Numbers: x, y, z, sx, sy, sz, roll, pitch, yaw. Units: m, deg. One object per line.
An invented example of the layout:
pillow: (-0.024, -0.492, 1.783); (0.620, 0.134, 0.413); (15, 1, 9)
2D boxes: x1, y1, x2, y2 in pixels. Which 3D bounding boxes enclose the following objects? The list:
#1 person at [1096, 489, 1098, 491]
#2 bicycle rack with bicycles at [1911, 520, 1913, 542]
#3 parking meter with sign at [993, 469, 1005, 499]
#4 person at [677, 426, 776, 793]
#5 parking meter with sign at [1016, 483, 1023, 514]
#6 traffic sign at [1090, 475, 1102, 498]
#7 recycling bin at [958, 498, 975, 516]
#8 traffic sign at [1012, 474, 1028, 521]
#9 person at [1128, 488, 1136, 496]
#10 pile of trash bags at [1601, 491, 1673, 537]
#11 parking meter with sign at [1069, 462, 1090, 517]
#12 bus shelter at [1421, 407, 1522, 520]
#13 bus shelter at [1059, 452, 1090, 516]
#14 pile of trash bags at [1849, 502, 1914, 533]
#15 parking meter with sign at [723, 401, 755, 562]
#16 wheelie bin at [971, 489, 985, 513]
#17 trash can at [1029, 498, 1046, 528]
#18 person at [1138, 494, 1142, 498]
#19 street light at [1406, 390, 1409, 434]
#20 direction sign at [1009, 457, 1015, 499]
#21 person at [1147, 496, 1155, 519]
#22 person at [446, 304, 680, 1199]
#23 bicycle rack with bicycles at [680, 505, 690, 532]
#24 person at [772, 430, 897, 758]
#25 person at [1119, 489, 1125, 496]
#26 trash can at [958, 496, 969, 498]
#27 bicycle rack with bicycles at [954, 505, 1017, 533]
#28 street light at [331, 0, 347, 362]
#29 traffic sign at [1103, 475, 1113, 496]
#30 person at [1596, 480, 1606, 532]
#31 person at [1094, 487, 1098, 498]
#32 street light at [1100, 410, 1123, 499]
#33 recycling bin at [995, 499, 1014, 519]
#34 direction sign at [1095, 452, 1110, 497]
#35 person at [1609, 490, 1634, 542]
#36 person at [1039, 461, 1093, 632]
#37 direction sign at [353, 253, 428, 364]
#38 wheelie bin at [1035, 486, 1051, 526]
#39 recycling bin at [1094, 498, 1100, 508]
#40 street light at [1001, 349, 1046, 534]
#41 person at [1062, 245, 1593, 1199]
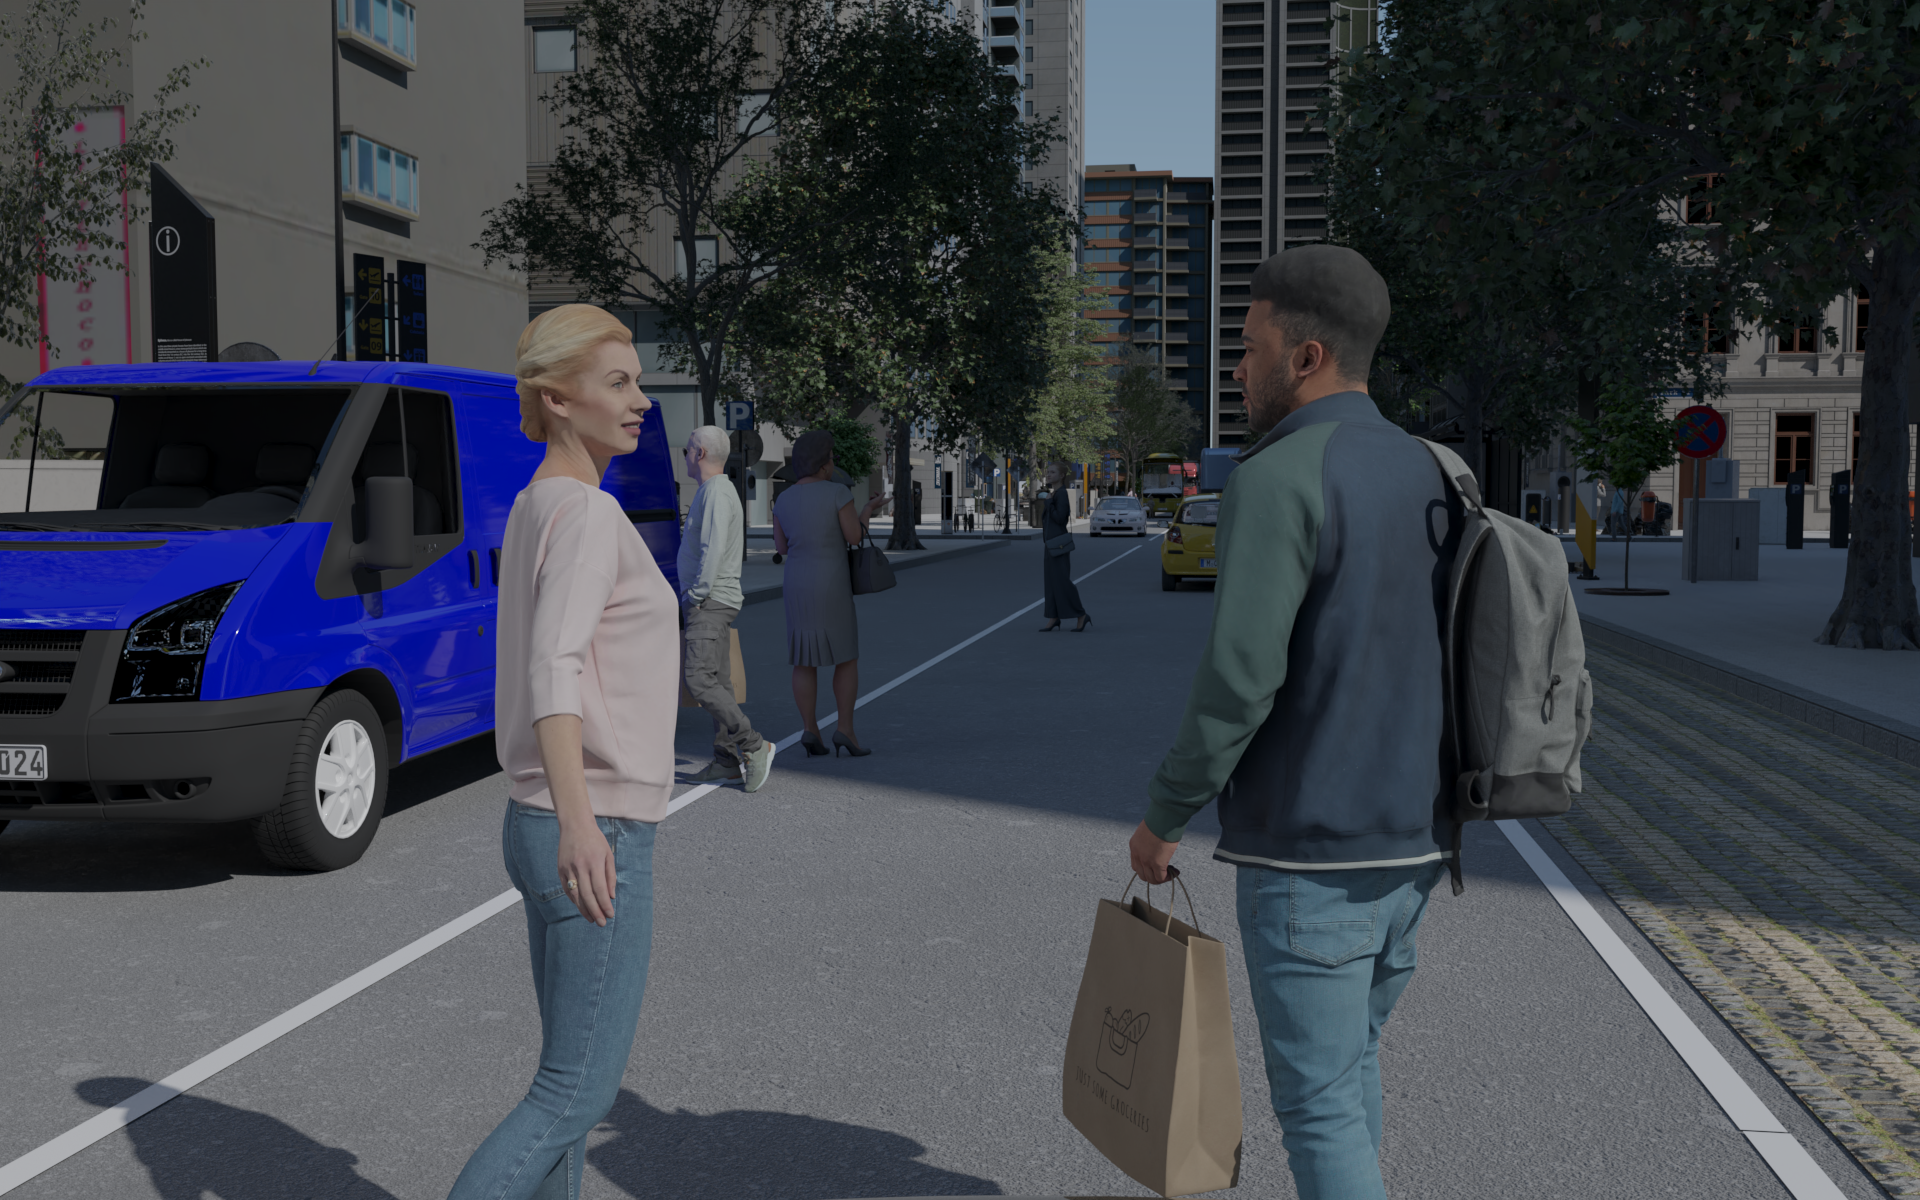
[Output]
person: (10.945, -8.081, 139.105); (0.436, 1.711, 0.756); (0, 4, 3)
bicycle rack with bicycles: (23.695, -1.708, 41.303); (2.925, 0.926, 2.852); (2, 4, 26)
parking meter with sign: (2.866, -7.429, 117.726); (0.543, 3.016, 1.738); (-2, 4, -26)
person: (-1.184, 0.023, 8.613); (0.515, 1.767, 0.782); (0, 4, -7)
parking meter with sign: (4.194, -6.953, 109.946); (1.738, 3.016, 0.543); (3, 5, 43)
traffic sign: (8.332, -6.498, 106.251); (0.884, 2.594, 0.081); (1, 4, 15)
recycling bin: (0.359, -5.386, 100.612); (0.722, 1.027, 0.722); (-3, 5, -40)
traffic sign: (2.821, -4.983, 81.576); (0.768, 2.556, 0.104); (1, 4, 9)
person: (13.032, -7.621, 131.592); (0.756, 1.711, 0.436); (-1, 4, -11)
pile of trash bags: (20.949, -2.665, 53.328); (1.912, 1.369, 3.447); (1, 4, 12)
parking meter with sign: (6.239, -5.940, 93.378); (0.543, 3.016, 1.738); (3, 5, 44)
bus shelter: (12.719, -2.995, 42.890); (2.014, 3.302, 5.546); (1, 4, 9)
bus shelter: (6.813, -6.676, 100.429); (1.731, 3.624, 6.357); (1, 4, 9)
pile of trash bags: (29.606, -2.801, 55.553); (1.912, 1.369, 3.447); (0, 4, -6)
parking meter with sign: (-4.341, -2.169, 31.732); (0.543, 3.016, 1.738); (1, 4, 15)
wheelie bin: (1.179, -6.709, 117.592); (0.980, 1.594, 0.693); (-1, 4, -21)
trash can: (2.925, -3.258, 64.920); (0.748, 1.137, 0.748); (0, 3, 0)
person: (18.140, -10.015, 169.799); (1.348, 1.822, 0.705); (0, 4, -5)
street light: (11.215, -4.467, 45.570); (1.470, 5.913, 1.316); (1, 4, 9)
direction sign: (3.140, -6.893, 104.694); (0.876, 3.537, 0.379); (2, 4, 24)
person: (11.075, -5.364, 100.476); (0.475, 1.303, 0.640); (1, 4, 16)
person: (-0.691, 0.395, 2.721); (0.598, 1.740, 0.731); (-2, 4, -35)
bicycle rack with bicycles: (-9.044, -2.764, 58.566); (2.925, 0.926, 2.852); (3, 5, 42)
person: (-0.648, -0.038, 9.486); (0.716, 1.782, 0.532); (2, 4, 26)
person: (17.476, -11.063, 186.914); (0.705, 1.826, 1.348); (-2, 4, -26)
trash can: (0.219, -5.519, 101.896); (0.748, 1.137, 0.748); (0, 3, 0)
bicycle rack with bicycles: (0.726, -2.722, 57.894); (2.852, 0.926, 2.925); (1, 4, 12)
street light: (-4.444, -2.524, 13.816); (1.470, 5.913, 1.316); (1, 4, 9)
traffic sign: (9.607, -6.905, 113.003); (0.768, 2.556, 0.104); (1, 4, 11)
person: (21.763, -3.242, 59.224); (0.473, 1.802, 0.592); (0, 4, -2)
person: (9.524, -7.106, 122.576); (0.721, 1.781, 0.623); (1, 4, 14)
street light: (8.313, -7.532, 95.690); (1.470, 5.913, 1.316); (1, 4, 9)
recycling bin: (2.344, -4.793, 90.926); (0.722, 1.027, 0.722); (-3, 4, -36)
direction sign: (7.731, -6.240, 94.016); (0.876, 3.537, 0.379); (-1, 4, -15)
person: (18.834, -2.511, 49.422); (0.748, 1.841, 0.638); (2, 4, 33)
person: (1.061, -0.559, 18.062); (0.534, 1.772, 0.576); (-2, 4, -26)
direction sign: (-5.467, -1.513, 16.727); (0.379, 3.537, 0.876); (2, 4, 29)
wheelie bin: (3.278, -3.653, 67.641); (0.693, 1.594, 0.980); (-1, 4, -20)
recycling bin: (8.549, -5.645, 104.850); (0.722, 1.027, 0.722); (-1, 4, -10)
street light: (2.031, -5.060, 55.279); (1.470, 5.913, 1.316); (1, 4, 9)
person: (0.543, 0.351, 2.746); (0.794, 1.824, 0.713); (-1, 4, -20)
